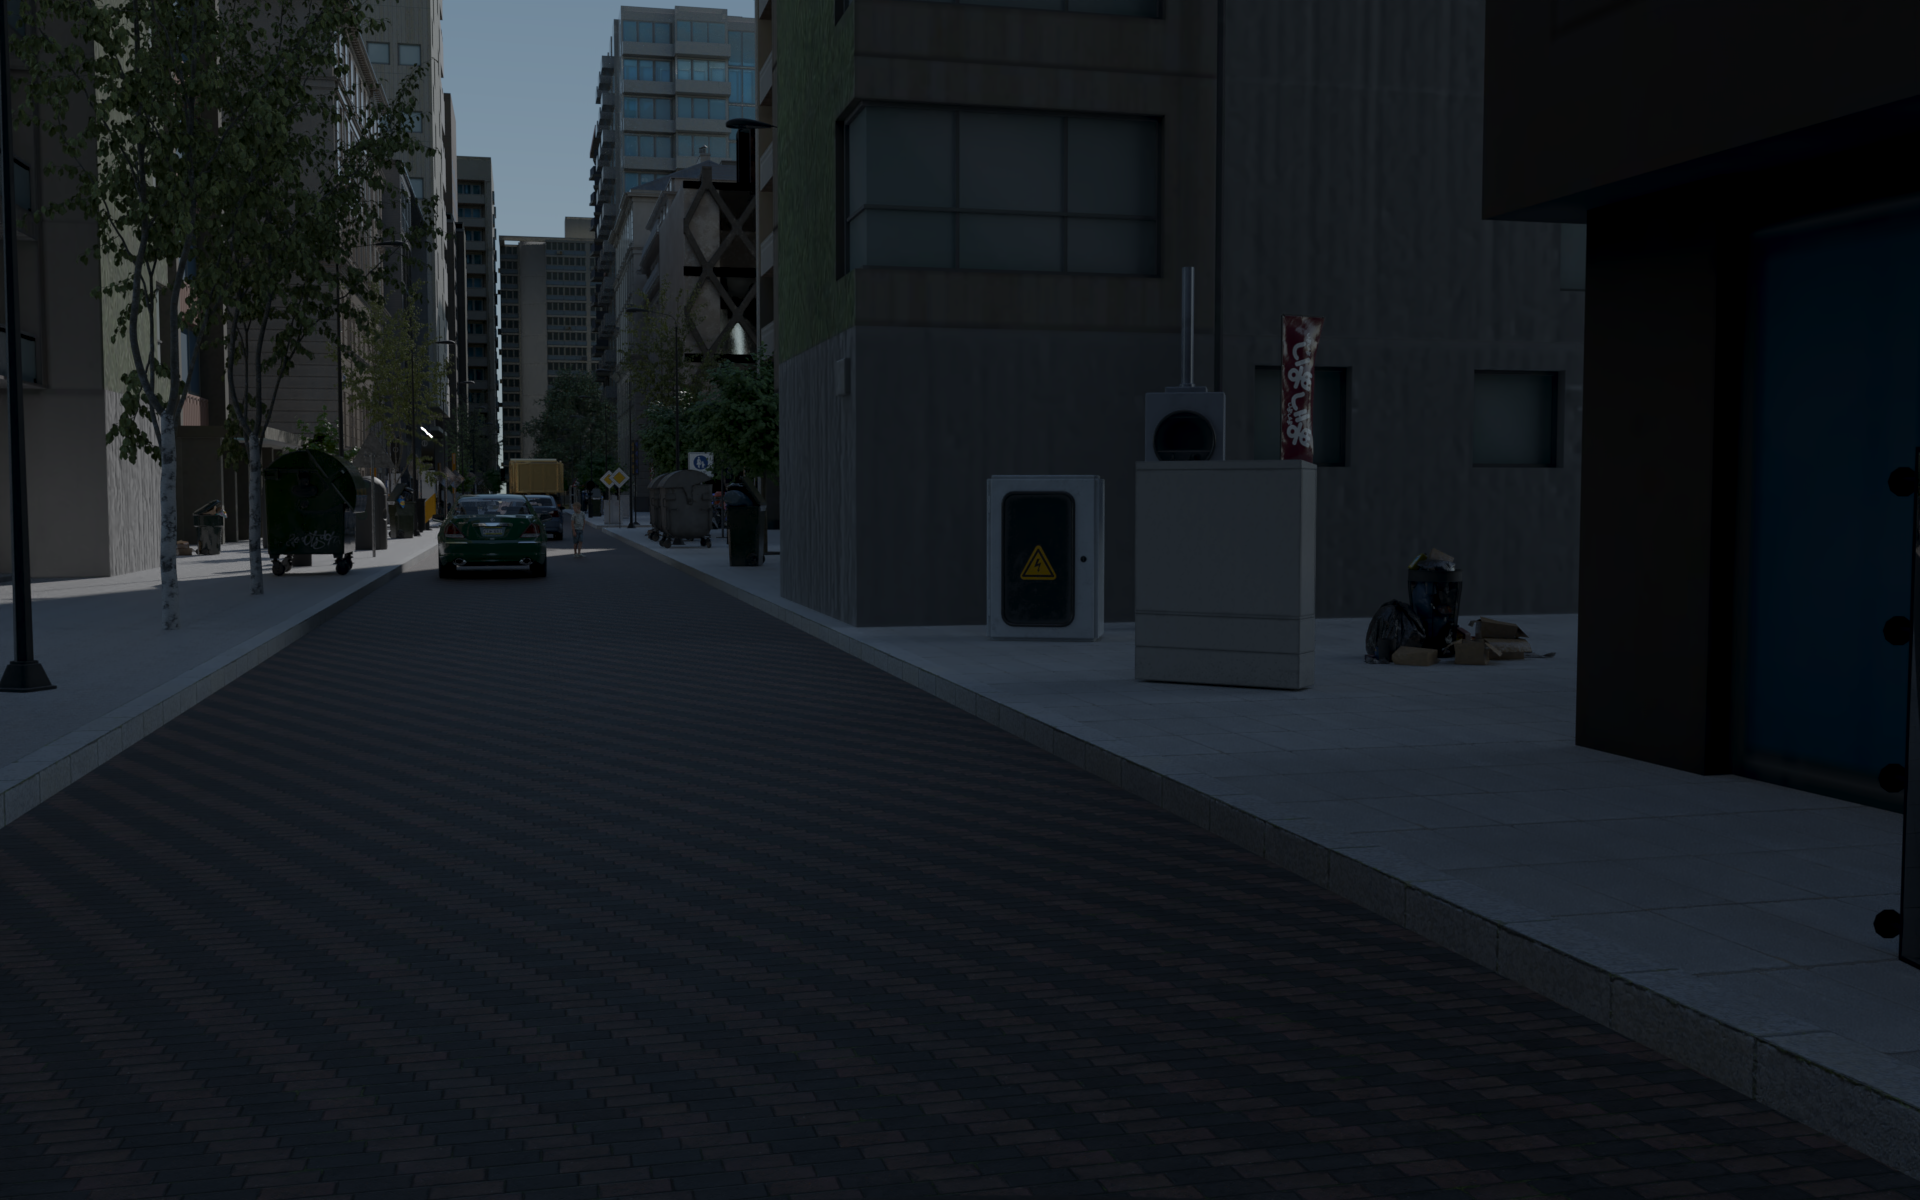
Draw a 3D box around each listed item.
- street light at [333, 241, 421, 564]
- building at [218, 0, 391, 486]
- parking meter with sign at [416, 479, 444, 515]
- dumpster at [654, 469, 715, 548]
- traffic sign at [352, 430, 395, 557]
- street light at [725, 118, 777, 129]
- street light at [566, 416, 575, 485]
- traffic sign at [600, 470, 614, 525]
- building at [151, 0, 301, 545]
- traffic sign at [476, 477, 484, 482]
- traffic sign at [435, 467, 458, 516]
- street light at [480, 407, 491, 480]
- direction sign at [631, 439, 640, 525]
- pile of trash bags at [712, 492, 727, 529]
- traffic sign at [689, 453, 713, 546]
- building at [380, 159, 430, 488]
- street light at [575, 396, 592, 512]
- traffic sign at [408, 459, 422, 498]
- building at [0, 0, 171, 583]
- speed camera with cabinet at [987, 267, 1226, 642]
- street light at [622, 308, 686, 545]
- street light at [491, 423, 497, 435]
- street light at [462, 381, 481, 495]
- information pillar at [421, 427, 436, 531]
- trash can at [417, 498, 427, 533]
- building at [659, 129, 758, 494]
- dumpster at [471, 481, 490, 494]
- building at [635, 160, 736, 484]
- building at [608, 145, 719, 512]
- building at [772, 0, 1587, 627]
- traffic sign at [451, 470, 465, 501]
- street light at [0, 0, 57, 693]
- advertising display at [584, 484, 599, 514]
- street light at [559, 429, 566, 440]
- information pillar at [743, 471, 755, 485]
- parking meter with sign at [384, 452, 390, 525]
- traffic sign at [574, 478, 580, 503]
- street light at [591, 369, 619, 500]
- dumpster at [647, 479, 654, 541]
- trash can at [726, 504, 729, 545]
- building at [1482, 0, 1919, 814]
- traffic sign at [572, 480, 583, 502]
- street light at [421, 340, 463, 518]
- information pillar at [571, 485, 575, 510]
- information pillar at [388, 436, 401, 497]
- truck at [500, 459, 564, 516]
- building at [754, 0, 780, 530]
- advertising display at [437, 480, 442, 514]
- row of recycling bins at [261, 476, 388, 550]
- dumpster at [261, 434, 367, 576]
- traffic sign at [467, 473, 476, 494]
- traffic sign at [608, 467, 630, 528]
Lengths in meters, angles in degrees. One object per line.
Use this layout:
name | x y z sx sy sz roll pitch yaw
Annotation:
street light | -10.801 -3.623 31.783 1.470 5.913 1.316 -1 4 -14
building | -34.549 -17.475 82.982 12.463 27.353 25.104 -1 4 -14
parking meter with sign | -28.082 -5.833 91.624 0.543 3.016 1.738 2 4 31
dumpster | -6.568 -2.190 41.566 1.264 1.857 1.865 -1 4 -14
traffic sign | -11.908 -2.149 35.133 0.884 2.594 0.081 -1 4 -12
street light | -2.211 -3.006 21.694 1.470 5.913 1.316 -1 4 -14
street light | -22.431 -7.967 102.802 1.470 5.913 1.316 -1 4 -14
traffic sign | -14.659 -4.207 72.420 0.795 2.450 0.064 -1 4 -14
building | -32.537 -23.742 42.811 28.867 44.769 22.147 -1 4 -14
traffic sign | -36.731 -8.091 132.385 0.768 2.556 0.104 -1 4 -10
traffic sign | -18.730 -3.642 63.192 0.795 2.450 0.064 -1 4 -14
street light | -25.857 -7.304 91.964 1.470 5.913 1.316 -1 4 -14
direction sign | -13.531 -4.903 72.165 0.379 3.537 0.876 -2 4 -28
pile of trash bags | -9.395 -3.327 64.143 1.912 1.369 3.447 1 4 12
traffic sign | -6.387 -2.483 42.733 0.606 2.300 0.079 0 4 -4
building | -41.888 -17.810 110.255 14.314 24.678 30.058 -1 4 -14
street light | -17.309 -6.697 82.044 1.470 5.913 1.316 -1 4 -14
traffic sign | -19.245 -3.765 61.662 0.768 2.556 0.104 -1 4 -9
building | -19.514 -20.706 22.136 14.154 41.232 14.086 -1 4 -14
speed camera with cabinet | 1.279 -1.272 15.133 2.038 3.252 0.660 1 4 10
street light | -7.638 -4.336 43.440 1.470 5.913 1.316 -1 4 -14
street light | -31.125 -8.583 112.869 1.470 5.913 1.316 -1 4 -14
street light | -20.632 -6.034 71.196 1.470 5.913 1.316 -1 4 -14
information pillar | -18.655 -4.244 60.741 0.504 3.616 0.183 1 4 10
trash can | -18.120 -2.814 57.661 0.748 1.137 0.748 0 3 0
building | -5.702 -13.340 85.556 16.811 18.784 16.820 -1 4 -14
dumpster | -35.485 -7.669 127.886 1.502 2.255 1.985 -1 4 -14
building | -13.446 -16.528 112.029 13.314 21.916 24.055 -1 4 -14
building | -20.508 -20.681 135.390 12.463 27.353 25.104 -1 4 -14
building | 4.150 -20.803 23.730 14.154 41.232 14.086 -1 4 -14
traffic sign | -20.673 -4.116 70.938 0.795 2.450 0.064 -1 4 -14
street light | -5.592 -2.369 11.278 1.470 5.913 1.316 -1 4 -14
advertising display | -23.808 -6.529 111.961 0.974 1.923 0.123 1 4 12
street light | -27.623 -9.242 123.654 1.470 5.913 1.316 -1 4 -14
information pillar | -5.563 -2.527 45.801 0.304 2.012 0.304 -1 4 -9
parking meter with sign | -24.095 -4.715 73.354 0.543 3.016 1.738 -1 4 -13
traffic sign | -28.452 -7.912 129.465 0.768 2.556 0.104 -1 4 -10
street light | -12.834 -5.629 64.567 1.470 5.913 1.316 -1 4 -14
dumpster | -7.889 -2.554 47.509 1.264 1.857 1.865 -1 4 -14
trash can | -5.374 -1.863 42.119 0.748 1.137 0.748 0 3 0
building | 11.123 -21.557 2.564 14.600 45.320 14.200 -1 4 -14
traffic sign | -27.702 -7.685 125.656 0.884 2.594 0.081 0 4 -5
street light | -15.946 -4.882 52.355 1.470 5.913 1.316 -1 4 -14
information pillar | -32.022 -8.482 143.172 0.304 2.012 0.304 -1 4 -13
information pillar | -22.760 -4.794 69.732 0.504 3.616 0.183 0 4 -1
truck | -23.120 -6.009 94.175 3.469 3.379 9.791 -1 4 -16
building | 5.540 -26.314 53.939 21.300 48.544 21.600 -1 4 -14
advertising display | -23.981 -4.560 79.772 0.123 1.923 0.974 -1 4 -22
row of recycling bins | -14.865 -2.043 40.518 3.534 1.692 1.069 2 4 24
dumpster | -10.409 -1.551 27.861 1.502 2.255 1.985 -1 4 -14
traffic sign | -29.011 -6.264 102.515 0.768 2.556 0.104 0 4 -5
traffic sign | -12.716 -3.733 64.674 0.795 2.450 0.064 -1 4 -14
